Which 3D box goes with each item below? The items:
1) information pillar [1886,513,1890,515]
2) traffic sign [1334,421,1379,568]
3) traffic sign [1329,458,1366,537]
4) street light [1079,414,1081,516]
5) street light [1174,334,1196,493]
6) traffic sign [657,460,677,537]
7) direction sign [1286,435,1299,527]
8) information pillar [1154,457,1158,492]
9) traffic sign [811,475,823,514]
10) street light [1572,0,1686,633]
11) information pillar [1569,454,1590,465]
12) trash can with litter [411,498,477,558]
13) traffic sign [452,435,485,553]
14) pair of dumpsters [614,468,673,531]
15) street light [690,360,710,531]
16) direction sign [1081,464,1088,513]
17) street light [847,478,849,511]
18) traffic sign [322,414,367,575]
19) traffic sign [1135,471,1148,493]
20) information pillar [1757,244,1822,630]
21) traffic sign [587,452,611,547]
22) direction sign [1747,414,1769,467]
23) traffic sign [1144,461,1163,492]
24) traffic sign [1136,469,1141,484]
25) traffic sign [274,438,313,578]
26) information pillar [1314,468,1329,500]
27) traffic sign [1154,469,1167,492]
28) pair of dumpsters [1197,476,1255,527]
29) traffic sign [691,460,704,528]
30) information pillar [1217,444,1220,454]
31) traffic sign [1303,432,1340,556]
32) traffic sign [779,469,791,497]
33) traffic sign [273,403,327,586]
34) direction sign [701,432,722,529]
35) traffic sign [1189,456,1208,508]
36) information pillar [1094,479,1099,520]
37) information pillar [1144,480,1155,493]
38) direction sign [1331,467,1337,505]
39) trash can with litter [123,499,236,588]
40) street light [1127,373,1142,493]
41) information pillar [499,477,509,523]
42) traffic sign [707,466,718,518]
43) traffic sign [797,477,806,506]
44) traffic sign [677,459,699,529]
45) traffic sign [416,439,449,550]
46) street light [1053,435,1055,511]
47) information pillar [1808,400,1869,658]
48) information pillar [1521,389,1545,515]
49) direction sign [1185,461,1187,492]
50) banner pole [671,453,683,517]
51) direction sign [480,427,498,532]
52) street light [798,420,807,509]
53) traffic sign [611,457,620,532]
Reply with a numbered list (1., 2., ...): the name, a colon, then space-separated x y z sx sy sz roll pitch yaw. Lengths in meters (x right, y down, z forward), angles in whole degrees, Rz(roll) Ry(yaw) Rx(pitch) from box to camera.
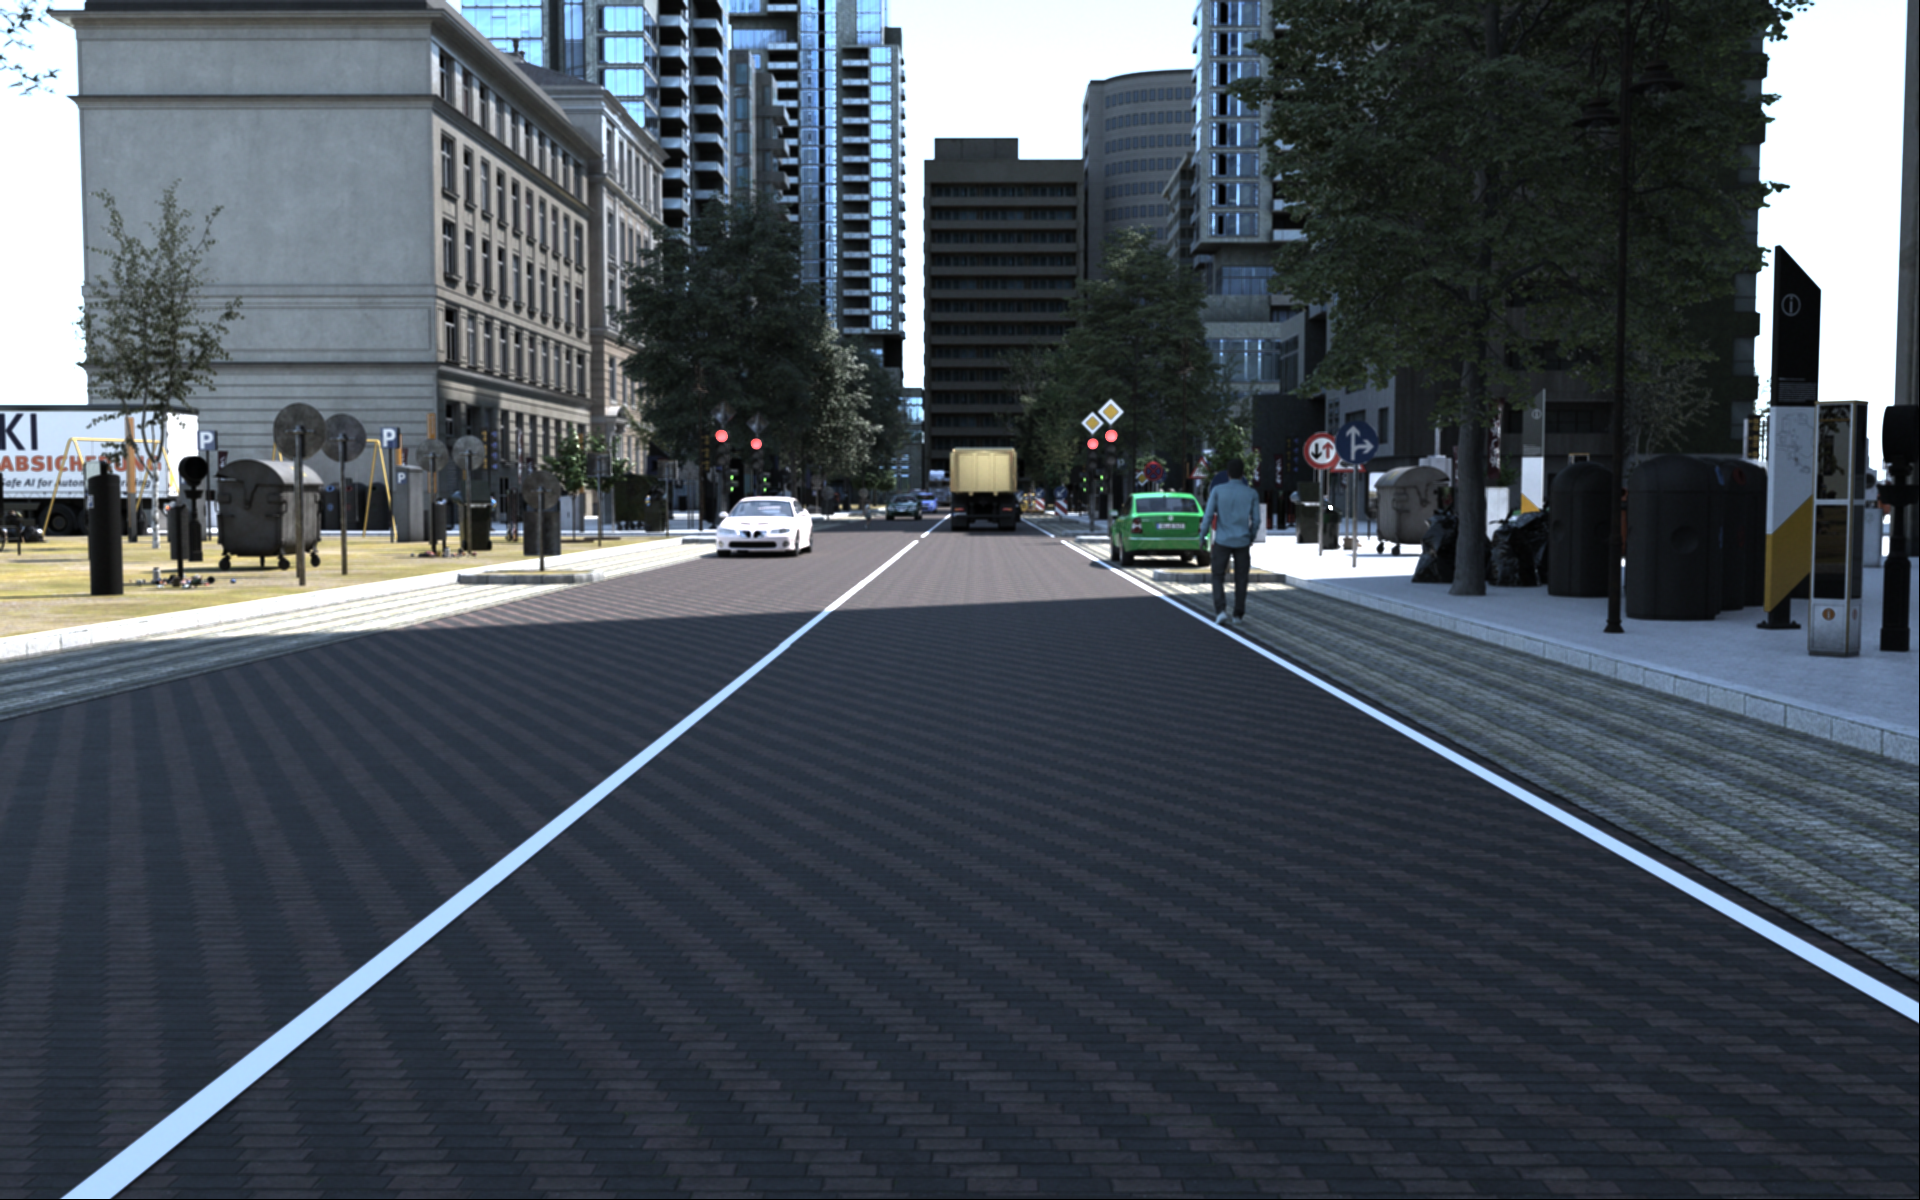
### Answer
1. information pillar: 62.089 -6.798 115.633 0.304 2.012 0.304 3 5 42
2. traffic sign: 6.875 -1.835 30.110 0.768 2.556 0.104 0 4 1
3. traffic sign: 9.422 -2.576 42.123 0.884 2.594 0.081 0 4 5
4. street light: 6.929 -7.757 99.614 0.468 5.910 1.993 0 4 1
5. street light: 6.486 -4.729 50.114 0.468 5.910 1.993 0 4 1
6. traffic sign: -8.790 -3.050 51.996 0.606 2.300 0.079 1 4 10
7. direction sign: 12.870 -4.596 67.149 0.379 3.537 0.876 -1 4 -21
8. information pillar: 12.499 -7.285 110.466 0.183 3.616 0.504 3 4 37
9. traffic sign: -9.041 -6.689 109.468 0.768 2.556 0.104 1 4 9
10. street light: 6.060 -2.635 15.874 0.468 5.910 1.993 0 4 1
11. information pillar: 11.249 -1.653 31.525 0.304 2.012 0.304 0 4 8
12. trash can with litter: -10.488 -1.509 35.727 1.678 1.210 2.233 0 4 6
13. traffic sign: -10.639 -2.286 37.488 0.768 2.556 0.104 1 4 9
14. pair of dumpsters: -11.467 -3.667 62.453 1.574 2.255 4.437 0 4 0
15. street light: -8.971 -5.322 59.798 0.468 5.910 1.993 0 4 1
16. direction sign: 8.780 -7.816 119.781 0.876 3.537 0.379 2 4 32
17. street light: -8.265 -9.472 127.650 0.468 5.910 1.993 0 4 1
18. traffic sign: -9.792 -1.674 27.482 0.768 2.556 0.104 0 4 3
19. traffic sign: 8.858 -5.086 84.348 0.795 2.450 0.064 0 4 6
20. information pillar: 7.887 -1.533 16.424 0.504 3.616 0.183 -1 4 -14
21. traffic sign: -8.798 -2.453 42.230 0.606 2.300 0.079 0 4 5
22. direction sign: 22.844 -3.507 49.330 0.876 3.537 0.379 0 4 4
23. traffic sign: 7.545 -4.128 67.600 0.768 2.556 0.104 1 4 9
24. traffic sign: 9.035 -5.431 88.896 0.768 2.556 0.104 1 4 8
25. traffic sign: -10.147 -1.616 26.522 0.768 2.556 0.104 0 4 7
26. information pillar: 10.055 -2.676 48.241 0.304 2.012 0.304 -1 4 -15
27. traffic sign: 9.402 -5.012 82.051 0.768 2.556 0.104 0 4 7
28. pair of dumpsters: 9.699 -3.710 63.153 1.574 2.255 4.437 0 4 1
29. traffic sign: -10.115 -4.002 65.436 0.884 2.594 0.081 0 4 2
30. information pillar: 10.321 -4.684 67.932 0.504 3.616 0.183 0 4 -2
31. traffic sign: 7.446 -2.176 35.676 0.768 2.556 0.104 0 4 7
32. traffic sign: -9.114 -5.470 89.544 0.768 2.556 0.104 0 4 5
33. traffic sign: -9.229 -1.475 24.229 0.768 2.556 0.104 0 4 4
34. direction sign: -9.032 -4.363 63.328 0.876 3.537 0.379 -1 4 -15
35. traffic sign: 8.336 -3.656 59.772 0.884 2.594 0.081 1 4 10
36. information pillar: 6.585 -4.896 84.540 0.304 2.012 0.304 -3 5 -41
37. information pillar: 9.506 -5.067 87.329 0.304 2.012 0.304 -2 4 -35
38. direction sign: 16.101 -5.050 74.568 0.379 3.537 0.876 0 4 -4
39. trash can with litter: -11.159 -0.822 24.493 1.678 1.210 2.233 -1 4 -23
40. street light: 6.586 -5.663 65.377 0.468 5.910 1.993 0 4 1
41. information pillar: -19.890 -4.351 75.635 0.304 2.012 0.304 3 4 37
42. traffic sign: -11.211 -4.836 79.167 0.768 2.556 0.104 1 4 9
43. traffic sign: -11.637 -7.755 126.804 0.884 2.594 0.081 0 4 1
44. traffic sign: -10.000 -3.904 63.830 0.884 2.594 0.081 0 4 4
45. traffic sign: -12.191 -2.441 40.011 0.768 2.556 0.104 0 4 4
46. street light: 7.300 -9.840 133.672 0.468 5.910 1.993 0 4 1
47. information pillar: 6.947 -0.563 13.702 0.304 2.012 0.304 -3 5 -44
48. information pillar: 12.852 -2.904 38.831 0.504 3.616 0.183 3 5 42
49. direction sign: 14.177 -7.145 108.815 0.379 3.537 0.876 1 4 14
50. banner pole: -15.893 -6.540 96.939 0.863 3.779 0.401 -2 4 -28
51. direction sign: -16.121 -4.118 59.328 0.379 3.537 0.876 1 4 22
52. street light: -8.493 -7.397 93.723 0.468 5.910 1.993 0 4 1
53. traffic sign: -11.812 -3.599 58.950 0.768 2.556 0.104 0 4 6
